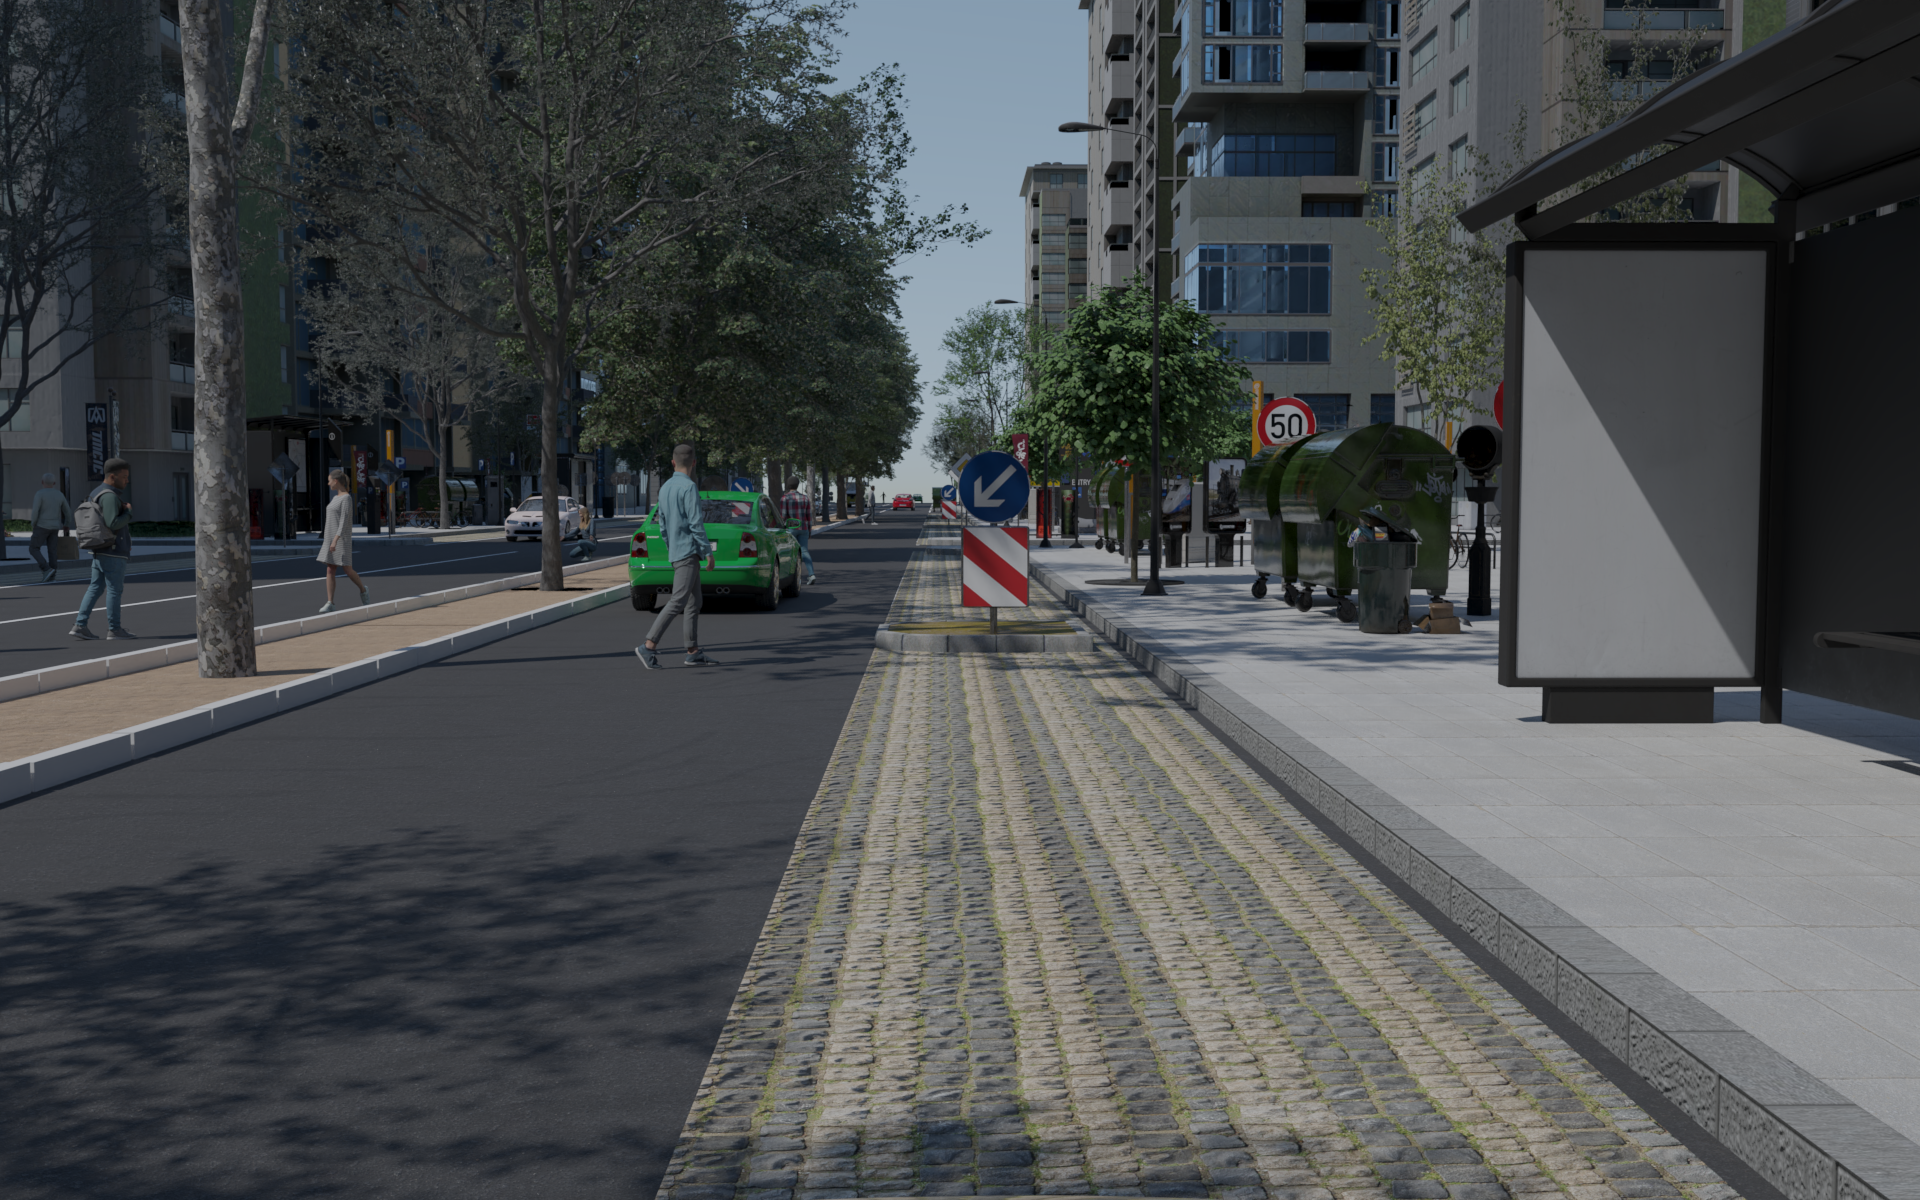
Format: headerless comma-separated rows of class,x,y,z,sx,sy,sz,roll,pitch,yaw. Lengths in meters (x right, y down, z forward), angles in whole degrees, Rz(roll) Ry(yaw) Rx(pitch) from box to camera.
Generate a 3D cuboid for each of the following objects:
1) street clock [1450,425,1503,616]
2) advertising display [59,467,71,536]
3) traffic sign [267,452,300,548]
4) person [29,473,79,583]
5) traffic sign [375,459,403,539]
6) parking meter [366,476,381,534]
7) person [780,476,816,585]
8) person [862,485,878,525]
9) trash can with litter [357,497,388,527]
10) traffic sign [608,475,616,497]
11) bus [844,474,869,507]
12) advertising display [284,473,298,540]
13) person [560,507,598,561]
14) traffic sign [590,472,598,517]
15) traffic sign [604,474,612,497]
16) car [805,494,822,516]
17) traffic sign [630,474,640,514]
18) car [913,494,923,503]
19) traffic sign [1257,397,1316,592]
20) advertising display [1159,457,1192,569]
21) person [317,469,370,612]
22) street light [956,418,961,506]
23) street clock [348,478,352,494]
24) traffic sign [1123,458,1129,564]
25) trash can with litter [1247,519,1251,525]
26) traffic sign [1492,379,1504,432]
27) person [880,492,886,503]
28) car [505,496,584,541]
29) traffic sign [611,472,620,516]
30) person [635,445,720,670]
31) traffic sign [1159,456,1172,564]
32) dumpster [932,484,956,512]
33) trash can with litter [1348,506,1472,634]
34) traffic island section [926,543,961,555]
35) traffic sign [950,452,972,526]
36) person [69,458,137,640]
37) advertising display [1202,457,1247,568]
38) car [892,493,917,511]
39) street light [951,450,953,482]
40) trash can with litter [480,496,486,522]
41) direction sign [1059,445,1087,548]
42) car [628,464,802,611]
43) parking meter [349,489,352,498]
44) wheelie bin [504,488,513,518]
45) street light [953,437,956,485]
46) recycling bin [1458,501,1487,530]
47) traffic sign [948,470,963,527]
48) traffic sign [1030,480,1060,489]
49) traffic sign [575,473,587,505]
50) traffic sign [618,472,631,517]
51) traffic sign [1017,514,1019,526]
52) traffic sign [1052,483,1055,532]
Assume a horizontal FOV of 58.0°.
street clock,5.489,-0.837,18.257,0.358,2.002,0.471,-3,5,-45
advertising display,-21.195,-2.192,41.047,0.123,1.923,0.974,-1,4,-22
traffic sign,-16.186,-2.313,41.459,0.795,2.450,0.064,0,4,-1
person,-14.725,-1.174,28.174,0.515,1.767,0.782,2,4,24
traffic sign,-16.296,-2.801,49.444,0.795,2.450,0.064,0,4,-1
parking meter,-18.736,-3.036,55.352,0.399,1.863,0.255,1,4,23
person,-2.585,-1.105,27.402,0.563,1.720,0.643,-2,4,-30
person,-4.208,-4.437,80.884,0.795,1.843,0.661,0,4,3
trash can with litter,-23.101,-3.469,68.112,1.055,1.170,0.624,-3,5,-44
traffic sign,-22.198,-6.780,110.959,0.768,2.556,0.104,0,4,3
bus,-11.236,-11.858,185.432,2.896,3.916,12.252,0,4,-1
advertising display,-18.957,-2.681,49.054,0.123,1.923,0.974,-2,4,-35
person,-8.063,-1.416,37.148,0.738,1.151,1.012,-3,5,-44
traffic sign,-20.459,-5.864,95.982,0.768,2.556,0.104,0,4,4
traffic sign,-22.480,-6.799,111.275,0.768,2.556,0.104,0,4,3
car,-10.128,-6.324,115.407,2.014,1.417,4.499,0,4,-1
traffic sign,-20.885,-6.790,111.130,0.768,2.556,0.104,0,4,3
car,-6.972,-16.732,282.356,1.959,1.807,4.718,0,4,-3
traffic sign,4.274,-1.384,22.736,0.768,2.556,0.104,1,4,8
advertising display,3.718,-1.522,30.106,0.123,1.923,0.974,3,5,41
person,-7.585,-0.733,21.235,0.466,1.731,0.760,1,4,18
street light,0.643,-8.067,104.431,1.470,5.913,1.316,0,4,-1
street clock,-27.663,-4.528,78.610,0.358,2.002,0.471,-1,4,-8
traffic sign,3.070,-1.942,31.864,0.768,2.556,0.104,0,4,8
trash can with litter,11.988,-3.752,72.736,1.055,1.170,0.624,0,4,-4
traffic sign,5.722,-1.061,17.457,0.768,2.556,0.104,0,3,0
person,-12.145,-16.271,274.552,1.348,1.821,0.705,3,5,42
car,-12.828,-2.542,53.928,2.083,1.381,4.827,0,4,-1
traffic sign,-19.733,-6.086,99.614,0.768,2.556,0.104,0,4,7
person,-2.354,-0.365,14.337,0.748,1.841,0.638,-1,4,-22
traffic sign,3.668,-1.930,31.663,0.768,2.556,0.104,0,4,1
dumpster,-1.258,-8.101,137.408,1.985,2.255,1.502,0,4,-2
trash can with litter,4.162,-0.284,16.039,1.055,1.170,0.624,0,4,0
traffic island section,0.180,-1.190,41.740,2.009,0.180,2.903,0,4,-1
traffic sign,0.157,-2.325,41.663,0.795,2.450,0.064,0,4,-1
person,-8.346,-0.498,16.983,0.623,1.781,0.721,2,4,34
advertising display,4.638,-1.536,30.333,0.974,1.923,0.123,-3,4,-37
car,-4.830,-8.591,149.498,2.155,1.783,4.494,0,4,1
street light,0.252,-10.293,140.825,1.470,5.913,1.316,0,4,-1
trash can with litter,-21.957,-4.183,79.783,0.624,1.170,1.055,0,4,-5
direction sign,2.773,-3.002,41.078,0.876,3.537,0.379,1,4,20
car,-3.121,-0.849,22.683,1.959,1.807,4.718,0,4,1
parking meter,-26.516,-4.110,75.615,0.372,1.533,0.369,0,3,0
wheelie bin,-24.240,-5.182,92.630,0.693,1.594,0.980,0,4,2
street light,0.450,-9.260,123.940,1.470,5.913,1.316,0,4,-1
recycling bin,18.235,-3.002,61.644,0.722,1.027,0.722,-1,4,-20
traffic sign,0.047,-2.814,49.647,0.795,2.450,0.064,0,4,-1
traffic sign,3.577,-4.182,62.255,2.265,3.308,0.079,0,4,8
traffic sign,-18.503,-5.041,84.558,0.606,2.300,0.079,0,4,2
traffic sign,-18.989,-5.988,98.010,0.768,2.556,0.104,0,4,3
traffic sign,1.928,-3.495,57.155,0.884,2.594,0.081,0,4,6
traffic sign,3.178,-3.599,58.954,0.768,2.556,0.104,1,4,9
